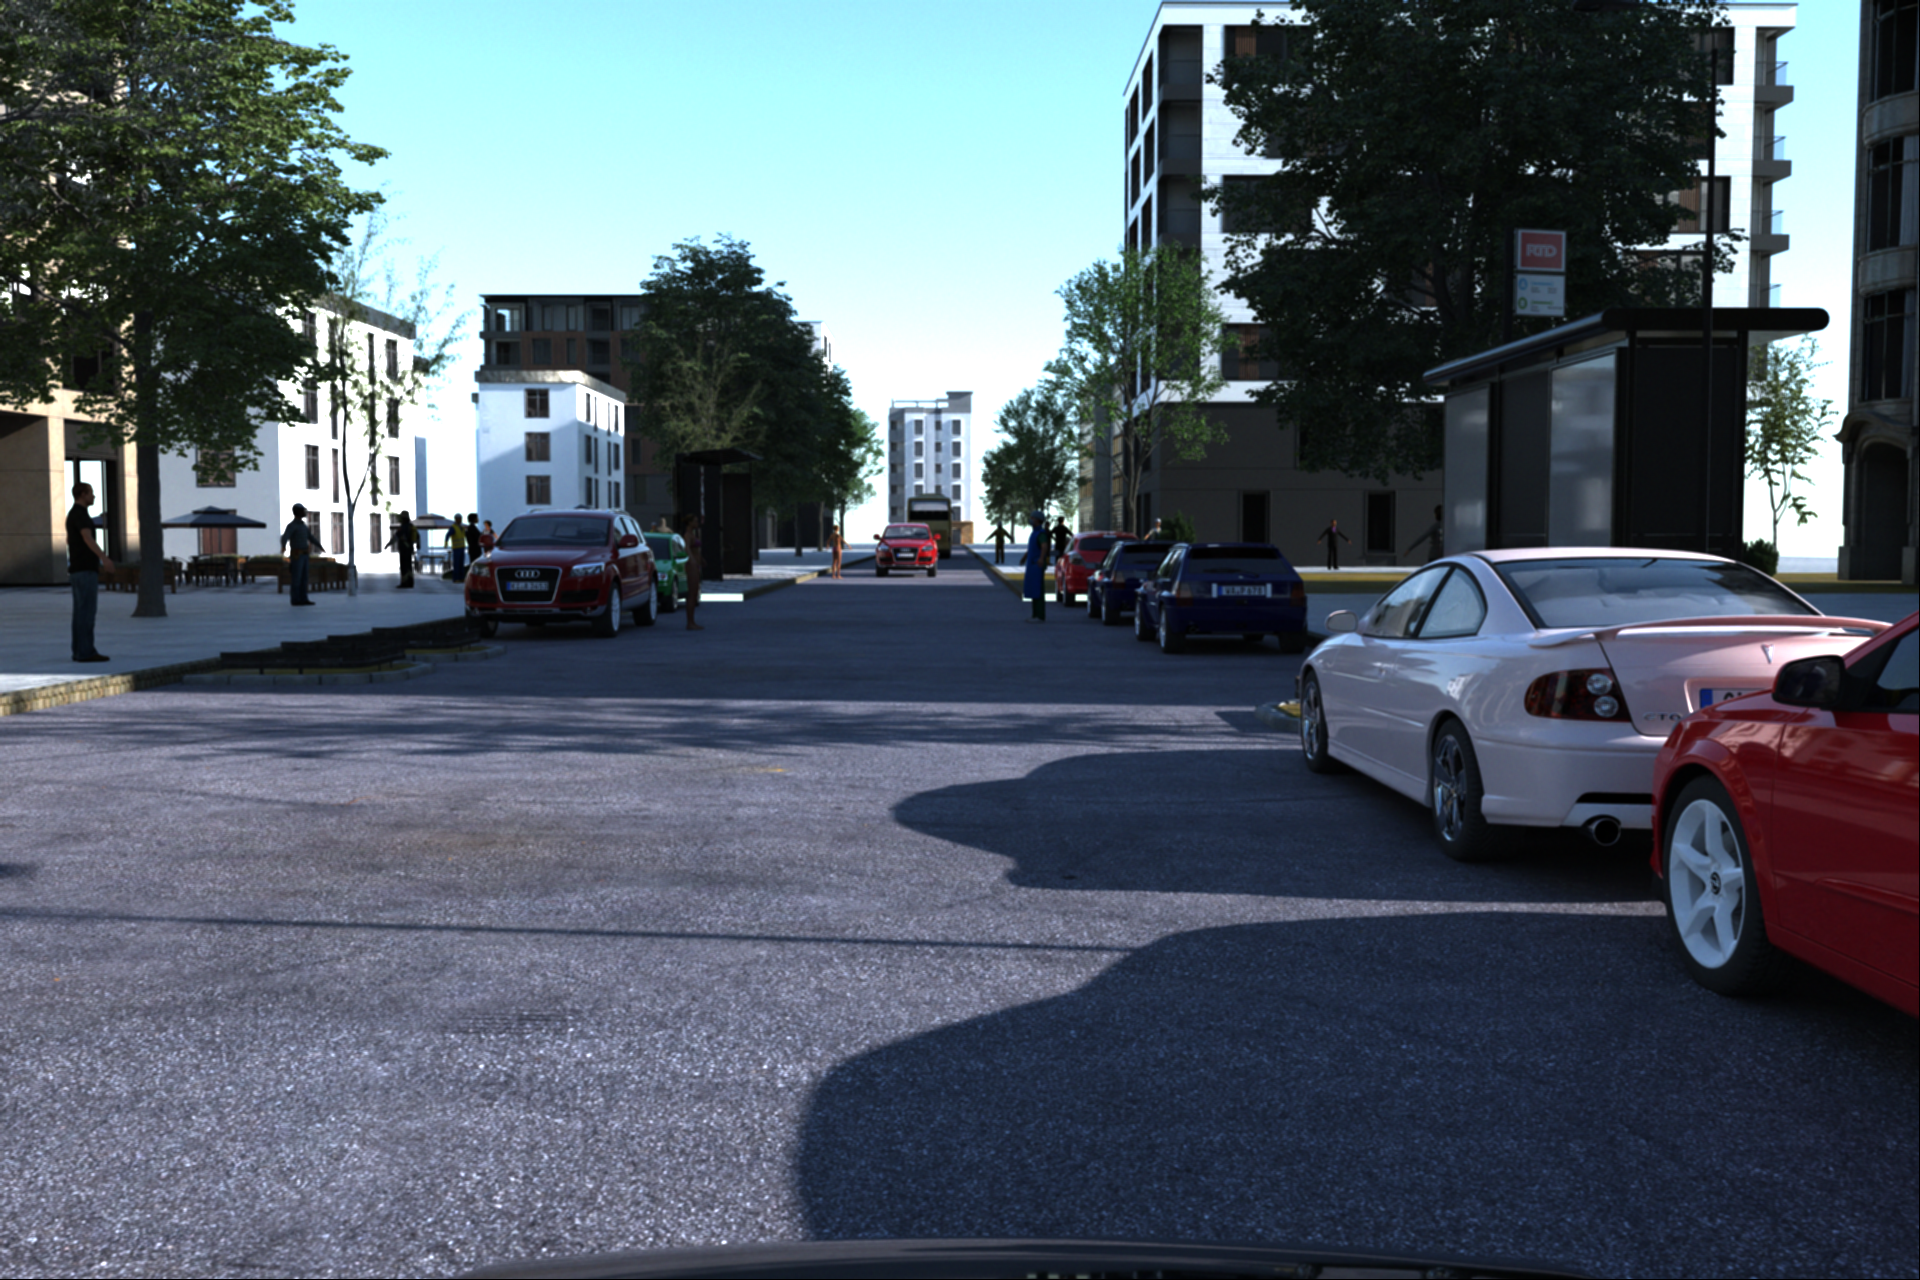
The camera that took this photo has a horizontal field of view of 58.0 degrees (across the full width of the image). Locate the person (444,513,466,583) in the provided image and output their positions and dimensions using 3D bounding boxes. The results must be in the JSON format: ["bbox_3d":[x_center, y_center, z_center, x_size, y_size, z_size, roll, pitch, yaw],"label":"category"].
[{"bbox_3d":[-13.150,-2.418,45.505,0.705,1.833,1.349,1,4,22],"label":"person"}]

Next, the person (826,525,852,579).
[{"bbox_3d":[-3.922,-2.851,55.873,0.721,1.733,1.217,-3,5,-44],"label":"person"}]

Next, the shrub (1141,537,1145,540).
[{"bbox_3d":[5.590,-2.529,52.468,1.383,1.207,1.383,0,3,0],"label":"shrub"}]

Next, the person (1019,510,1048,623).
[{"bbox_3d":[1.222,-1.193,28.084,0.704,1.817,1.347,-1,4,-11],"label":"person"}]

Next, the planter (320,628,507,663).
[{"bbox_3d":[-6.404,0.057,20.210,1.991,0.319,1.994,0,4,-1],"label":"planter"}]

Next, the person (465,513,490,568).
[{"bbox_3d":[-10.438,-1.883,37.503,0.721,1.740,1.216,-2,4,-33],"label":"person"}]

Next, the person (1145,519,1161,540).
[{"bbox_3d":[7.208,-3.504,63.143,1.347,1.847,0.705,-1,4,-22],"label":"person"}]

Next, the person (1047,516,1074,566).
[{"bbox_3d":[2.954,-2.704,50.392,1.347,1.806,0.705,2,4,31],"label":"person"}]

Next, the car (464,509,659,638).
[{"bbox_3d":[-5.779,-1.036,25.607,2.281,1.827,5.304,0,4,-1],"label":"car"}]

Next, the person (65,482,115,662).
[{"bbox_3d":[-8.795,-0.687,17.453,0.705,1.803,1.348,-3,4,-38],"label":"person"}]

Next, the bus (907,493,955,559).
[{"bbox_3d":[-1.761,-6.897,104.305,2.896,3.916,12.252,0,3,0],"label":"bus"}]

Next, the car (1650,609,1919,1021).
[{"bbox_3d":[3.237,0.300,4.131,2.155,1.783,4.494,0,4,-1],"label":"car"}]

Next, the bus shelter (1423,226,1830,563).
[{"bbox_3d":[6.951,-2.613,20.361,2.179,5.291,8.768,0,4,-1],"label":"bus shelter"}]

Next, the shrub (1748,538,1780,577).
[{"bbox_3d":[22.481,-2.293,48.608,1.383,1.207,1.383,0,3,0],"label":"shrub"}]

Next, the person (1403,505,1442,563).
[{"bbox_3d":[7.495,-1.254,27.257,1.215,1.744,0.721,-2,4,-25],"label":"person"}]

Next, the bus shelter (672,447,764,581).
[{"bbox_3d":[-6.915,-3.594,50.053,1.731,3.624,6.357,0,4,1],"label":"bus shelter"}]

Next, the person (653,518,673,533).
[{"bbox_3d":[-9.865,-3.137,57.419,1.348,1.813,0.705,-1,4,-17],"label":"person"}]

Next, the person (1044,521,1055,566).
[{"bbox_3d":[3.598,-3.941,70.573,0.704,1.812,1.346,-1,4,-21],"label":"person"}]

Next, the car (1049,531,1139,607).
[{"bbox_3d":[2.928,-1.622,35.567,2.155,1.783,4.494,0,3,0],"label":"car"}]

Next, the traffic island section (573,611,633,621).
[{"bbox_3d":[-6.488,-0.406,29.499,1.991,0.108,1.994,0,4,0],"label":"traffic island section"}]

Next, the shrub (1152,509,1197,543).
[{"bbox_3d":[6.921,-3.132,55.250,1.661,2.075,1.752,0,3,0],"label":"shrub"}]

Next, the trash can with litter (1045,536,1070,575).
[{"bbox_3d":[3.283,-2.609,53.723,1.678,1.210,2.233,0,4,-1],"label":"trash can with litter"}]

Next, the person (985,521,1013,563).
[{"bbox_3d":[1.732,-4.276,75.673,1.354,1.858,0.705,-2,4,-24],"label":"person"}]

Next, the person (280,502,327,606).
[{"bbox_3d":[-11.847,-1.547,31.131,0.704,1.849,1.345,1,4,11],"label":"person"}]

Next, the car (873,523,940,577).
[{"bbox_3d":[-1.808,-3.107,59.473,2.281,1.827,5.304,0,4,0],"label":"car"}]

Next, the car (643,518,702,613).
[{"bbox_3d":[-6.057,-1.478,32.962,1.959,1.807,4.718,0,3,0],"label":"car"}]

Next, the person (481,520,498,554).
[{"bbox_3d":[-18.915,-3.862,69.289,1.345,1.843,0.704,2,4,30],"label":"person"}]

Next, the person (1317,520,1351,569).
[{"bbox_3d":[13.538,-3.461,62.812,1.346,1.802,0.704,-1,4,-16],"label":"person"}]

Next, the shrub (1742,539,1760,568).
[{"bbox_3d":[19.167,-1.934,42.733,1.383,1.207,1.383,0,3,0],"label":"shrub"}]

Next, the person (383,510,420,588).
[{"bbox_3d":[-13.148,-2.155,41.015,0.705,1.856,1.354,1,4,17],"label":"person"}]

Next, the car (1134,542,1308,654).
[{"bbox_3d":[3.253,-0.583,22.107,1.945,1.354,3.894,0,4,-1],"label":"car"}]

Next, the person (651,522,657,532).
[{"bbox_3d":[-12.743,-4.003,71.910,1.216,1.772,0.721,2,4,29],"label":"person"}]

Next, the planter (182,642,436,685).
[{"bbox_3d":[-6.418,0.226,17.437,1.991,0.319,1.994,0,4,-1],"label":"planter"}]

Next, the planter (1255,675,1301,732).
[{"bbox_3d":[3.300,0.487,13.174,1.991,0.319,1.994,0,3,0],"label":"planter"}]

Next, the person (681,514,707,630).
[{"bbox_3d":[-3.948,-1.028,26.061,0.721,1.733,1.217,0,4,-2],"label":"person"}]

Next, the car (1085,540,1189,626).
[{"bbox_3d":[3.074,-0.973,28.483,1.945,1.354,3.894,0,4,-1],"label":"car"}]

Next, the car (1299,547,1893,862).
[{"bbox_3d":[3.048,0.208,8.968,2.083,1.381,4.827,0,4,-1],"label":"car"}]
